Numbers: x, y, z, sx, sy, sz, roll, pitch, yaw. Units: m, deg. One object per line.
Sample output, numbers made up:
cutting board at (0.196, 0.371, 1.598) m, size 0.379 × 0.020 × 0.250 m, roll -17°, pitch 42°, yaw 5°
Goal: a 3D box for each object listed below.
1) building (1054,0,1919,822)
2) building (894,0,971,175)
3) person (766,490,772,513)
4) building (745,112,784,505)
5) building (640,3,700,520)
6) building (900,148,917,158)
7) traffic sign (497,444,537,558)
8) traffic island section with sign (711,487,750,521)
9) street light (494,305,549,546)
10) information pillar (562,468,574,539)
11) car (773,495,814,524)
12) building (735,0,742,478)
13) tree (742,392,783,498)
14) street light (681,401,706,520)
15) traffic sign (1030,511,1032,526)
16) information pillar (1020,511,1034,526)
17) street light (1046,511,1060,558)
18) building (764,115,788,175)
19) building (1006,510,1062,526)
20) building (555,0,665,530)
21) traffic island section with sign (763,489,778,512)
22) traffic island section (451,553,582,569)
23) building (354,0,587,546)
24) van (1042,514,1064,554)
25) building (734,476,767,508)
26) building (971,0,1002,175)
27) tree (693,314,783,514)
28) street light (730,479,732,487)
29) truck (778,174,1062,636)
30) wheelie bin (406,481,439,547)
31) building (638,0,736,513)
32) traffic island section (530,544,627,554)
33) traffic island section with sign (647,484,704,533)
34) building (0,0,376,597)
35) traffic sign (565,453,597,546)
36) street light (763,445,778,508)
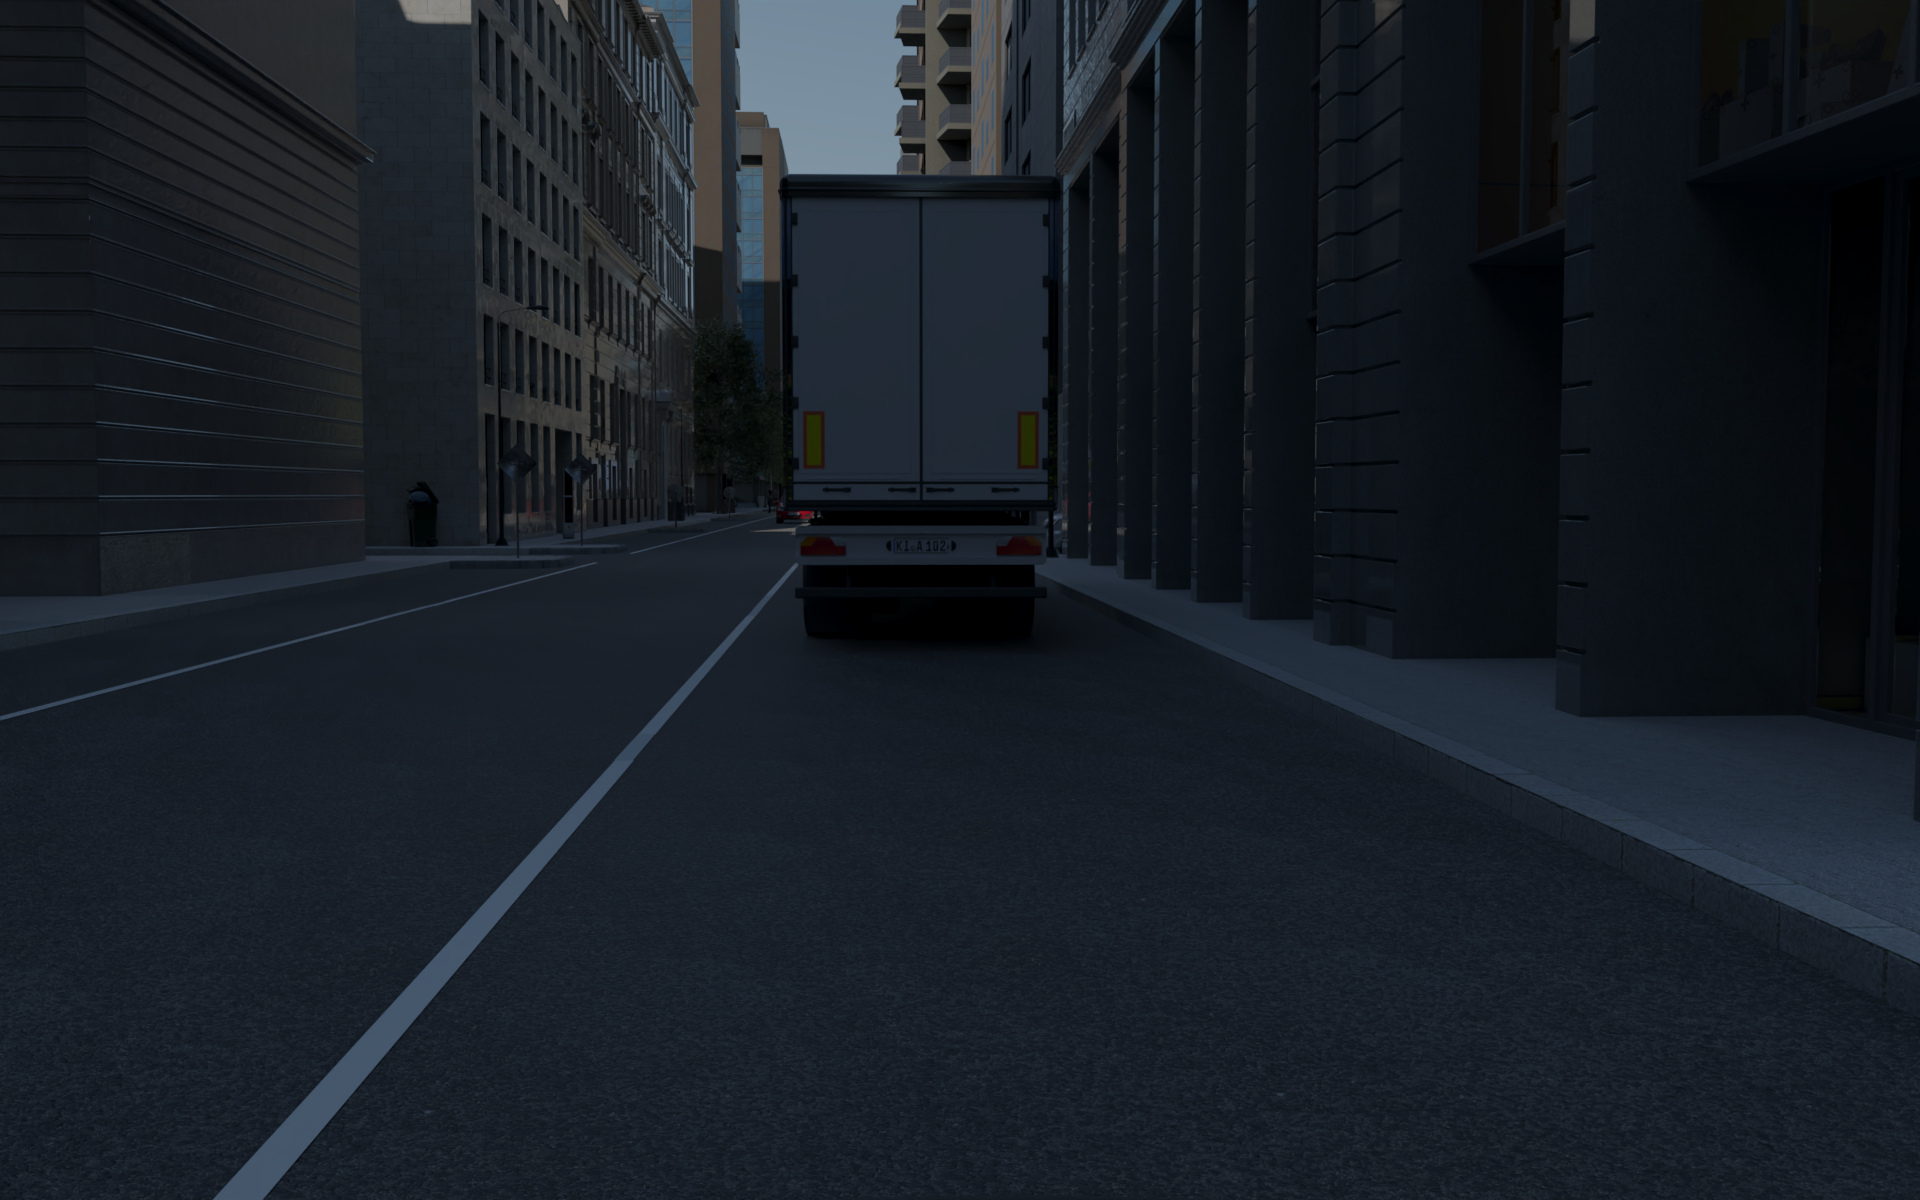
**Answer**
building at (8.311, -14.835, 20.042) m, size 11.434 × 29.767 × 29.804 m, roll 0°, pitch 4°, yaw -3°
building at (7.253, -27.471, 103.778) m, size 22.147 × 44.769 × 28.867 m, roll 0°, pitch 4°, yaw -3°
person at (-14.359, -7.371, 129.731) m, size 0.721 × 1.735 × 1.217 m, roll 0°, pitch 4°, yaw 2°
building at (-28.108, -34.056, 206.919) m, size 14.600 × 45.320 × 14.200 m, roll 0°, pitch 4°, yaw -3°
building at (-21.544, -18.812, 93.483) m, size 13.634 × 28.700 × 20.117 m, roll 0°, pitch 4°, yaw -3°
building at (3.432, -36.651, 218.846) m, size 23.786 × 49.044 × 30.456 m, roll 0°, pitch 4°, yaw -3°
traffic sign at (-8.841, -1.893, 34.598) m, size 0.795 × 2.450 × 0.064 m, roll 0°, pitch 4°, yaw -3°
traffic island section with sign at (-12.246, -5.124, 92.405) m, size 1.989 × 1.847 × 2.006 m, roll 0°, pitch 4°, yaw -3°
street light at (-10.791, -4.290, 42.678) m, size 1.470 × 5.913 × 1.316 m, roll 0°, pitch 4°, yaw -3°
information pillar at (-11.229, -2.759, 49.609) m, size 0.304 × 2.012 × 0.304 m, roll -1°, pitch 4°, yaw -20°
car at (-8.124, -4.684, 85.625) m, size 2.155 × 1.783 × 4.494 m, roll 0°, pitch 4°, yaw -3°
building at (-32.323, -33.906, 143.605) m, size 28.713 × 52.752 × 27.495 m, roll 0°, pitch 4°, yaw -3°
tree at (-21.230, -16.791, 192.655) m, size 7.486 × 12.596 × 7.792 m, roll 0°, pitch 3°, yaw 0°
street light at (-13.287, -6.946, 86.107) m, size 1.470 × 5.913 × 1.316 m, roll 0°, pitch 4°, yaw -3°
traffic sign at (1.437, -1.929, 35.175) m, size 0.795 × 2.450 × 0.064 m, roll 0°, pitch 4°, yaw -3°
information pillar at (1.636, -2.317, 42.369) m, size 0.304 × 2.012 × 0.304 m, roll 1°, pitch 4°, yaw 16°
street light at (1.297, -3.810, 34.830) m, size 1.470 × 5.913 × 1.316 m, roll 0°, pitch 4°, yaw -3°
building at (-33.220, -36.741, 224.420) m, size 21.300 × 48.544 × 21.600 m, roll 0°, pitch 4°, yaw -3°
building at (12.206, -37.423, 50.112) m, size 20.611 × 71.187 × 20.563 m, roll 0°, pitch 4°, yaw -3°
building at (-19.656, -16.744, 71.028) m, size 12.463 × 27.353 × 25.104 m, roll 0°, pitch 4°, yaw -3°
traffic island section with sign at (-15.133, -8.141, 141.740) m, size 1.989 × 1.847 × 2.006 m, roll 0°, pitch 4°, yaw -3°
traffic island section at (-8.864, -0.757, 34.658) m, size 2.009 × 0.180 × 2.903 m, roll 0°, pitch 4°, yaw -3°
building at (-17.492, -11.949, 50.115) m, size 10.420 × 20.320 × 16.860 m, roll 0°, pitch 4°, yaw -3°
van at (3.802, -1.920, 38.411) m, size 4.112 × 2.044 × 2.013 m, roll 0°, pitch 4°, yaw -2°
building at (-35.629, -29.230, 169.790) m, size 32.217 × 40.220 × 23.993 m, roll 0°, pitch 4°, yaw -3°
building at (7.821, -25.779, 71.603) m, size 14.600 × 45.320 × 14.200 m, roll 0°, pitch 4°, yaw -3°
tree at (-15.377, -11.832, 110.456) m, size 9.611 × 12.733 × 9.660 m, roll 0°, pitch 3°, yaw 0°
street light at (-15.236, -8.971, 119.211) m, size 1.470 × 5.913 × 1.316 m, roll 0°, pitch 4°, yaw -3°
truck at (-0.527, -1.952, 20.827) m, size 2.839 × 4.237 × 11.283 m, roll 0°, pitch 4°, yaw -2°
wheelie bin at (-13.014, -2.079, 41.892) m, size 0.693 × 1.594 × 0.980 m, roll -2°, pitch 4°, yaw -32°
building at (-23.375, -28.954, 123.508) m, size 14.600 × 45.320 × 14.200 m, roll 0°, pitch 4°, yaw -3°
traffic island section at (-9.329, -1.245, 42.630) m, size 2.009 × 0.180 × 2.903 m, roll 0°, pitch 4°, yaw -3°
traffic island section with sign at (-10.659, -3.456, 65.129) m, size 1.989 × 1.847 × 2.006 m, roll 0°, pitch 4°, yaw -3°
building at (-22.642, -11.280, 26.231) m, size 24.055 × 21.916 × 13.314 m, roll 0°, pitch 4°, yaw -3°
traffic sign at (-9.306, -2.381, 42.569) m, size 0.795 × 2.450 × 0.064 m, roll 0°, pitch 4°, yaw -3°
street light at (-17.878, -11.693, 163.715) m, size 1.470 × 5.913 × 1.316 m, roll 0°, pitch 4°, yaw -3°
